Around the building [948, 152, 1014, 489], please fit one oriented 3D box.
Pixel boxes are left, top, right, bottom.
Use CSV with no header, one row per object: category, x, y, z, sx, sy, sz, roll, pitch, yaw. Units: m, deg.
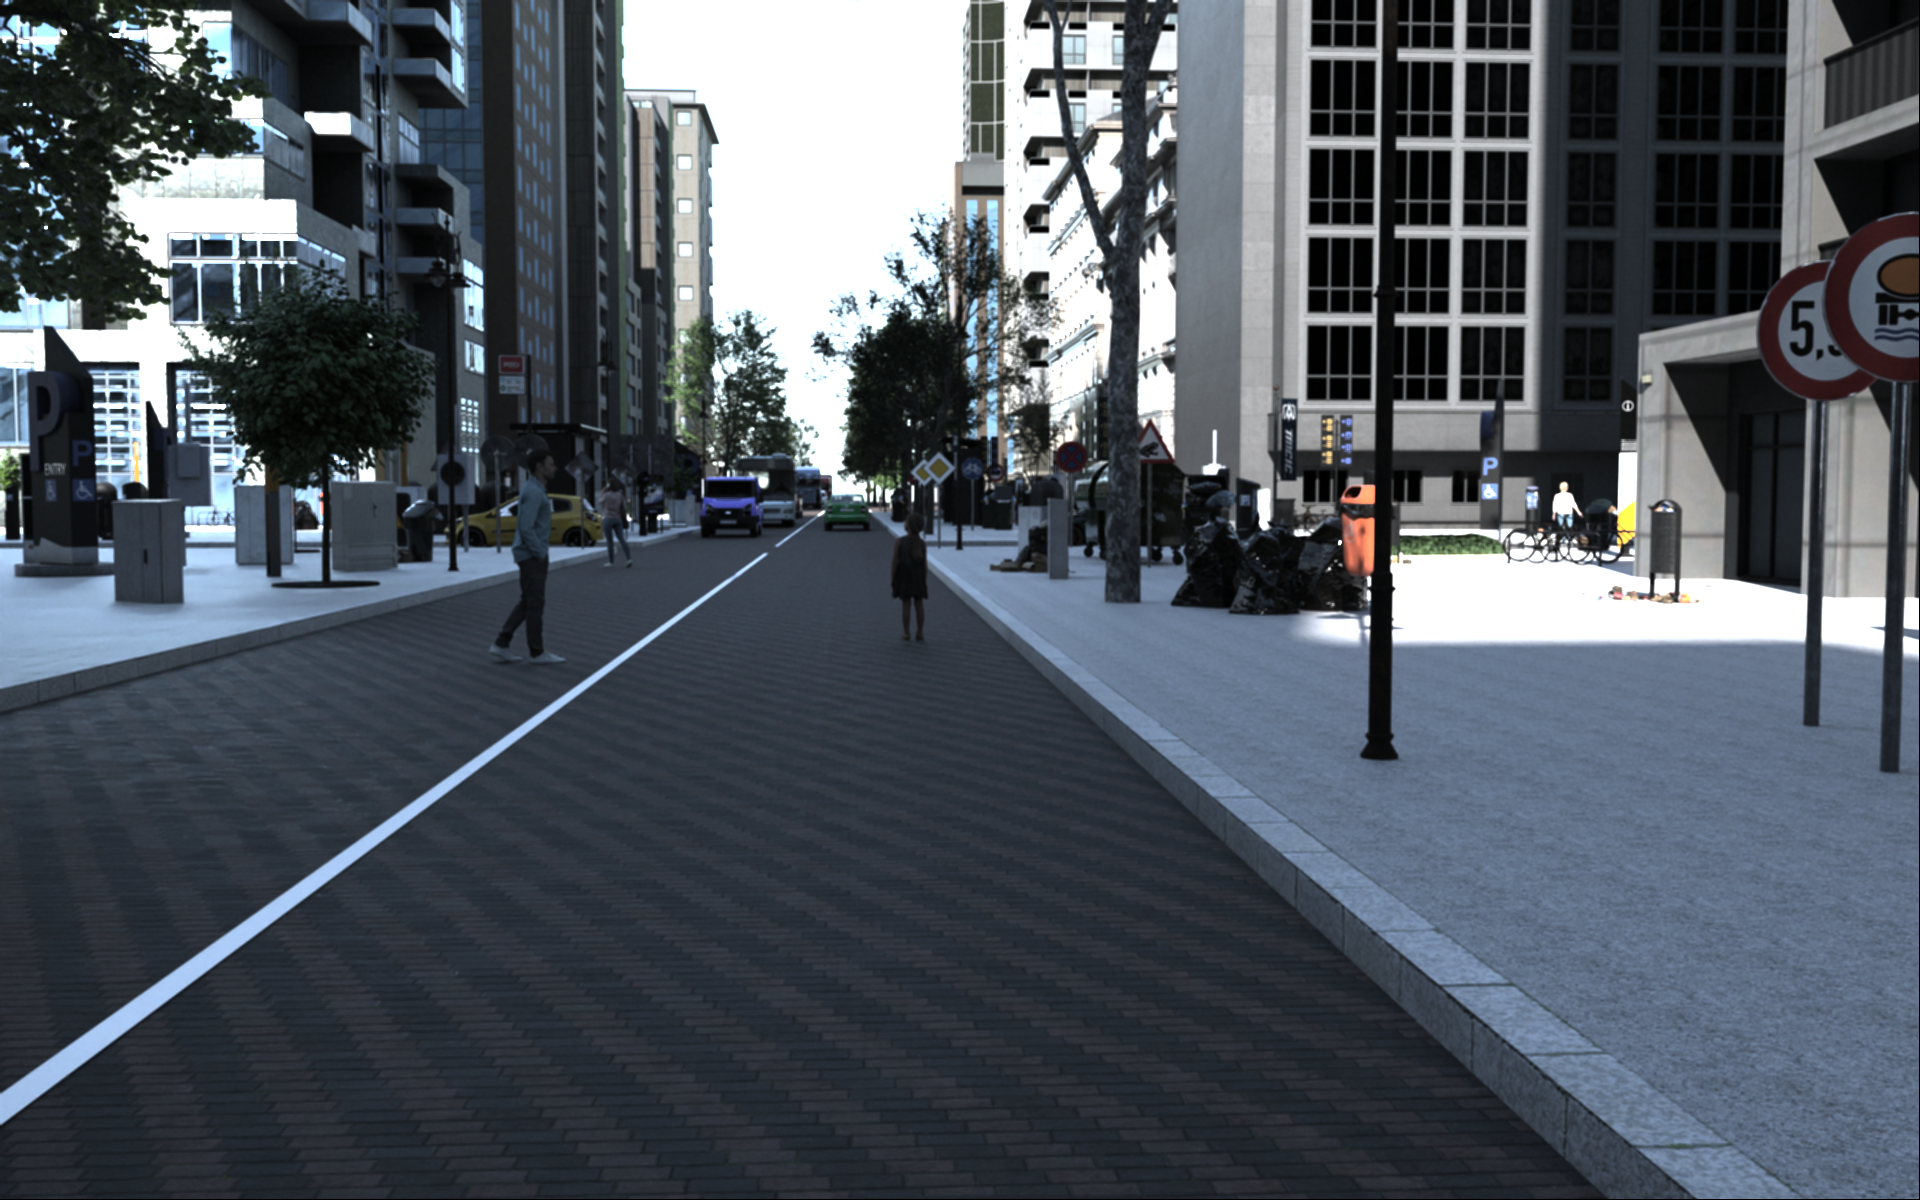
building,5.781,-35.311,227.437,14.600,45.320,14.200,0,4,-4

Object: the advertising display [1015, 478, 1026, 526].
advertising display,2.439,-3.974,70.182,0.123,1.923,0.974,-1,4,-17

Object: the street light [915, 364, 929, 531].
street light,-1.333,-5.338,60.057,0.468,5.910,1.993,0,4,-4

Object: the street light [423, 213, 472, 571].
street light,-8.479,-3.426,28.802,0.468,5.910,1.993,0,4,-4

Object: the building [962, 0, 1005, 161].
building,8.945,-49.297,244.260,20.563,71.187,20.611,0,4,-4

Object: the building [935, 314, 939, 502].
building,2.822,-30.892,276.779,14.160,30.474,14.107,0,4,-4

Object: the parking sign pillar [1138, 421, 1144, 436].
parking sign pillar,6.552,-4.536,62.639,1.447,3.967,1.447,-2,4,-24

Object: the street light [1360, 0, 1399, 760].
street light,2.042,-2.169,8.256,0.468,5.910,1.993,0,4,-4

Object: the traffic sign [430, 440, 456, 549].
traffic sign,-11.964,-2.483,40.595,0.884,2.594,0.081,0,4,-3

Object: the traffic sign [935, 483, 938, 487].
traffic sign,-1.659,-6.529,108.878,0.606,2.300,0.079,0,4,0

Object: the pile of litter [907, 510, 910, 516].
pile of litter,-3.213,-4.990,95.547,1.719,0.858,1.176,2,4,31

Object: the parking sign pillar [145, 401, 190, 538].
parking sign pillar,-23.447,-3.816,50.857,1.447,3.967,1.447,-1,4,-9

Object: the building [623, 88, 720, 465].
building,-46.875,-39.149,229.319,28.713,52.752,27.495,0,4,-4

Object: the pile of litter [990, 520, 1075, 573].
pile of litter,1.187,-0.903,28.736,1.176,0.858,1.719,-1,4,-23

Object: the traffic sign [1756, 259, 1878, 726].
traffic sign,4.719,-0.576,9.524,0.768,2.556,0.104,0,4,0

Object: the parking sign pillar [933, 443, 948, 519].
parking sign pillar,-0.812,-6.248,90.631,1.447,3.967,1.447,-1,4,-13

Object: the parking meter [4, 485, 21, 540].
parking meter,-26.752,-2.475,48.885,0.372,1.533,0.369,0,3,0

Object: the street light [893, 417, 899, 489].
street light,-3.400,-7.277,91.766,0.468,5.910,1.993,0,4,-4

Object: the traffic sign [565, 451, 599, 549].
traffic sign,-8.770,-2.237,40.212,0.795,2.450,0.064,0,4,-4

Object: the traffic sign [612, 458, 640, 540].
traffic sign,-9.285,-2.724,48.181,0.795,2.450,0.064,0,4,-4

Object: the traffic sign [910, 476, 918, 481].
traffic sign,-1.621,-4.361,71.312,0.884,2.594,0.081,0,4,1

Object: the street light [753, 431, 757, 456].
street light,-14.709,-9.292,124.719,0.468,5.910,1.993,0,4,-4

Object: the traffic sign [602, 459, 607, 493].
traffic sign,-12.808,-3.844,62.947,0.768,2.556,0.104,0,4,6

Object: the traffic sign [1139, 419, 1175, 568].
traffic sign,3.293,-1.841,30.104,0.884,2.594,0.081,0,4,-3

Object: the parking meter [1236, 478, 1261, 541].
parking meter,4.424,-1.113,26.614,0.372,1.533,0.369,0,3,0

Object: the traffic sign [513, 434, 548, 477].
traffic sign,-9.155,-2.254,36.952,0.768,2.556,0.104,0,4,2

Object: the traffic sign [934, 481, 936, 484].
traffic sign,-1.484,-5.633,92.198,0.768,2.556,0.104,0,4,-2

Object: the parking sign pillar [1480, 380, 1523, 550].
parking sign pillar,12.384,-3.170,40.302,1.447,3.967,1.447,1,4,21

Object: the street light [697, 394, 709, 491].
street light,-11.810,-6.553,79.928,0.468,5.910,1.993,0,4,-4

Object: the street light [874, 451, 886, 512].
street light,-6.253,-9.969,135.780,0.468,5.910,1.993,0,4,-4

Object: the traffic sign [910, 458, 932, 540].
traffic sign,-1.007,-2.755,48.693,0.795,2.450,0.064,0,4,-4

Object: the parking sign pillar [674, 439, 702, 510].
parking sign pillar,-13.280,-5.880,84.603,1.447,3.967,1.447,-2,4,-26

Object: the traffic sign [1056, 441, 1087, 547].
traffic sign,2.692,-2.553,41.854,0.768,2.556,0.104,0,4,6

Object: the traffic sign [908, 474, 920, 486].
traffic sign,-2.767,-6.411,104.926,0.768,2.556,0.104,0,4,-1

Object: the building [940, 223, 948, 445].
building,3.917,-35.396,262.322,14.154,41.232,14.086,0,4,-4

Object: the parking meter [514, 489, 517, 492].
parking meter,-22.283,-4.830,87.384,0.372,1.533,0.369,0,3,0

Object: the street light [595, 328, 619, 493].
street light,-9.835,-4.625,48.406,0.468,5.910,1.993,0,4,-4

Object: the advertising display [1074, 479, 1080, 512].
advertising display,5.321,-4.203,73.941,0.974,1.923,0.123,2,4,31

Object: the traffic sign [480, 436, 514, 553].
traffic sign,-10.074,-2.303,37.760,0.768,2.556,0.104,0,3,0

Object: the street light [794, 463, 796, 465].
street light,-19.959,-14.404,208.288,0.468,5.910,1.993,0,4,-4

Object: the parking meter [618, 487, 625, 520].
parking meter,-15.676,-4.564,80.329,0.399,1.863,0.255,1,4,18

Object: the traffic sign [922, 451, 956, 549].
traffic sign,-0.492,-2.268,40.724,0.795,2.450,0.064,0,4,-4

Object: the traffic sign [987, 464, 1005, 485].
traffic sign,1.493,-4.434,72.599,0.768,2.556,0.104,0,4,4

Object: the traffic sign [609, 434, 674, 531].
traffic sign,-10.903,-3.995,59.189,2.265,3.308,0.079,0,4,5

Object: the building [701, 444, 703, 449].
building,-50.448,-34.465,255.386,32.217,40.220,23.993,0,4,-4

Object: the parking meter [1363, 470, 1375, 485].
parking meter,9.894,-2.205,41.768,0.255,1.863,0.399,0,4,-4

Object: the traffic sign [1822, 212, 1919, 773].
traffic sign,4.299,-0.479,7.932,0.768,2.556,0.104,0,4,4

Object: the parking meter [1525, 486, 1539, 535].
parking meter,17.865,-2.794,54.094,0.372,1.533,0.369,0,3,0

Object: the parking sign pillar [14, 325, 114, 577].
parking sign pillar,-14.155,-2.376,27.316,1.447,3.967,1.447,3,4,38

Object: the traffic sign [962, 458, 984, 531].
traffic sign,0.441,-3.702,60.635,0.768,2.556,0.104,0,4,-3

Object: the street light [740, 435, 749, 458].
street light,-13.875,-8.483,111.477,0.468,5.910,1.993,0,4,-4

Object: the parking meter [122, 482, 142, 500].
parking meter,-17.805,-1.765,37.271,0.372,1.533,0.369,0,3,0

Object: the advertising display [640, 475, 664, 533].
advertising display,-10.141,-3.170,57.043,0.123,1.923,0.974,3,4,37

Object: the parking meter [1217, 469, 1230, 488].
parking meter,6.000,-2.067,39.512,0.255,1.863,0.399,1,4,15

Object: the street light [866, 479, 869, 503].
street light,-10.302,-13.847,199.186,0.468,5.910,1.993,0,4,-4

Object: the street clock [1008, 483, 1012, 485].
street clock,3.108,-6.426,109.642,0.358,2.002,0.471,-1,4,-23

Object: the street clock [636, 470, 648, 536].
street clock,-9.742,-2.974,53.189,0.358,2.002,0.471,1,4,9

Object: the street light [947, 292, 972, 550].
street light,-0.012,-4.097,39.773,0.468,5.910,1.993,0,4,-4

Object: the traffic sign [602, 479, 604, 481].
traffic sign,-14.161,-4.168,68.246,0.768,2.556,0.104,0,4,3
